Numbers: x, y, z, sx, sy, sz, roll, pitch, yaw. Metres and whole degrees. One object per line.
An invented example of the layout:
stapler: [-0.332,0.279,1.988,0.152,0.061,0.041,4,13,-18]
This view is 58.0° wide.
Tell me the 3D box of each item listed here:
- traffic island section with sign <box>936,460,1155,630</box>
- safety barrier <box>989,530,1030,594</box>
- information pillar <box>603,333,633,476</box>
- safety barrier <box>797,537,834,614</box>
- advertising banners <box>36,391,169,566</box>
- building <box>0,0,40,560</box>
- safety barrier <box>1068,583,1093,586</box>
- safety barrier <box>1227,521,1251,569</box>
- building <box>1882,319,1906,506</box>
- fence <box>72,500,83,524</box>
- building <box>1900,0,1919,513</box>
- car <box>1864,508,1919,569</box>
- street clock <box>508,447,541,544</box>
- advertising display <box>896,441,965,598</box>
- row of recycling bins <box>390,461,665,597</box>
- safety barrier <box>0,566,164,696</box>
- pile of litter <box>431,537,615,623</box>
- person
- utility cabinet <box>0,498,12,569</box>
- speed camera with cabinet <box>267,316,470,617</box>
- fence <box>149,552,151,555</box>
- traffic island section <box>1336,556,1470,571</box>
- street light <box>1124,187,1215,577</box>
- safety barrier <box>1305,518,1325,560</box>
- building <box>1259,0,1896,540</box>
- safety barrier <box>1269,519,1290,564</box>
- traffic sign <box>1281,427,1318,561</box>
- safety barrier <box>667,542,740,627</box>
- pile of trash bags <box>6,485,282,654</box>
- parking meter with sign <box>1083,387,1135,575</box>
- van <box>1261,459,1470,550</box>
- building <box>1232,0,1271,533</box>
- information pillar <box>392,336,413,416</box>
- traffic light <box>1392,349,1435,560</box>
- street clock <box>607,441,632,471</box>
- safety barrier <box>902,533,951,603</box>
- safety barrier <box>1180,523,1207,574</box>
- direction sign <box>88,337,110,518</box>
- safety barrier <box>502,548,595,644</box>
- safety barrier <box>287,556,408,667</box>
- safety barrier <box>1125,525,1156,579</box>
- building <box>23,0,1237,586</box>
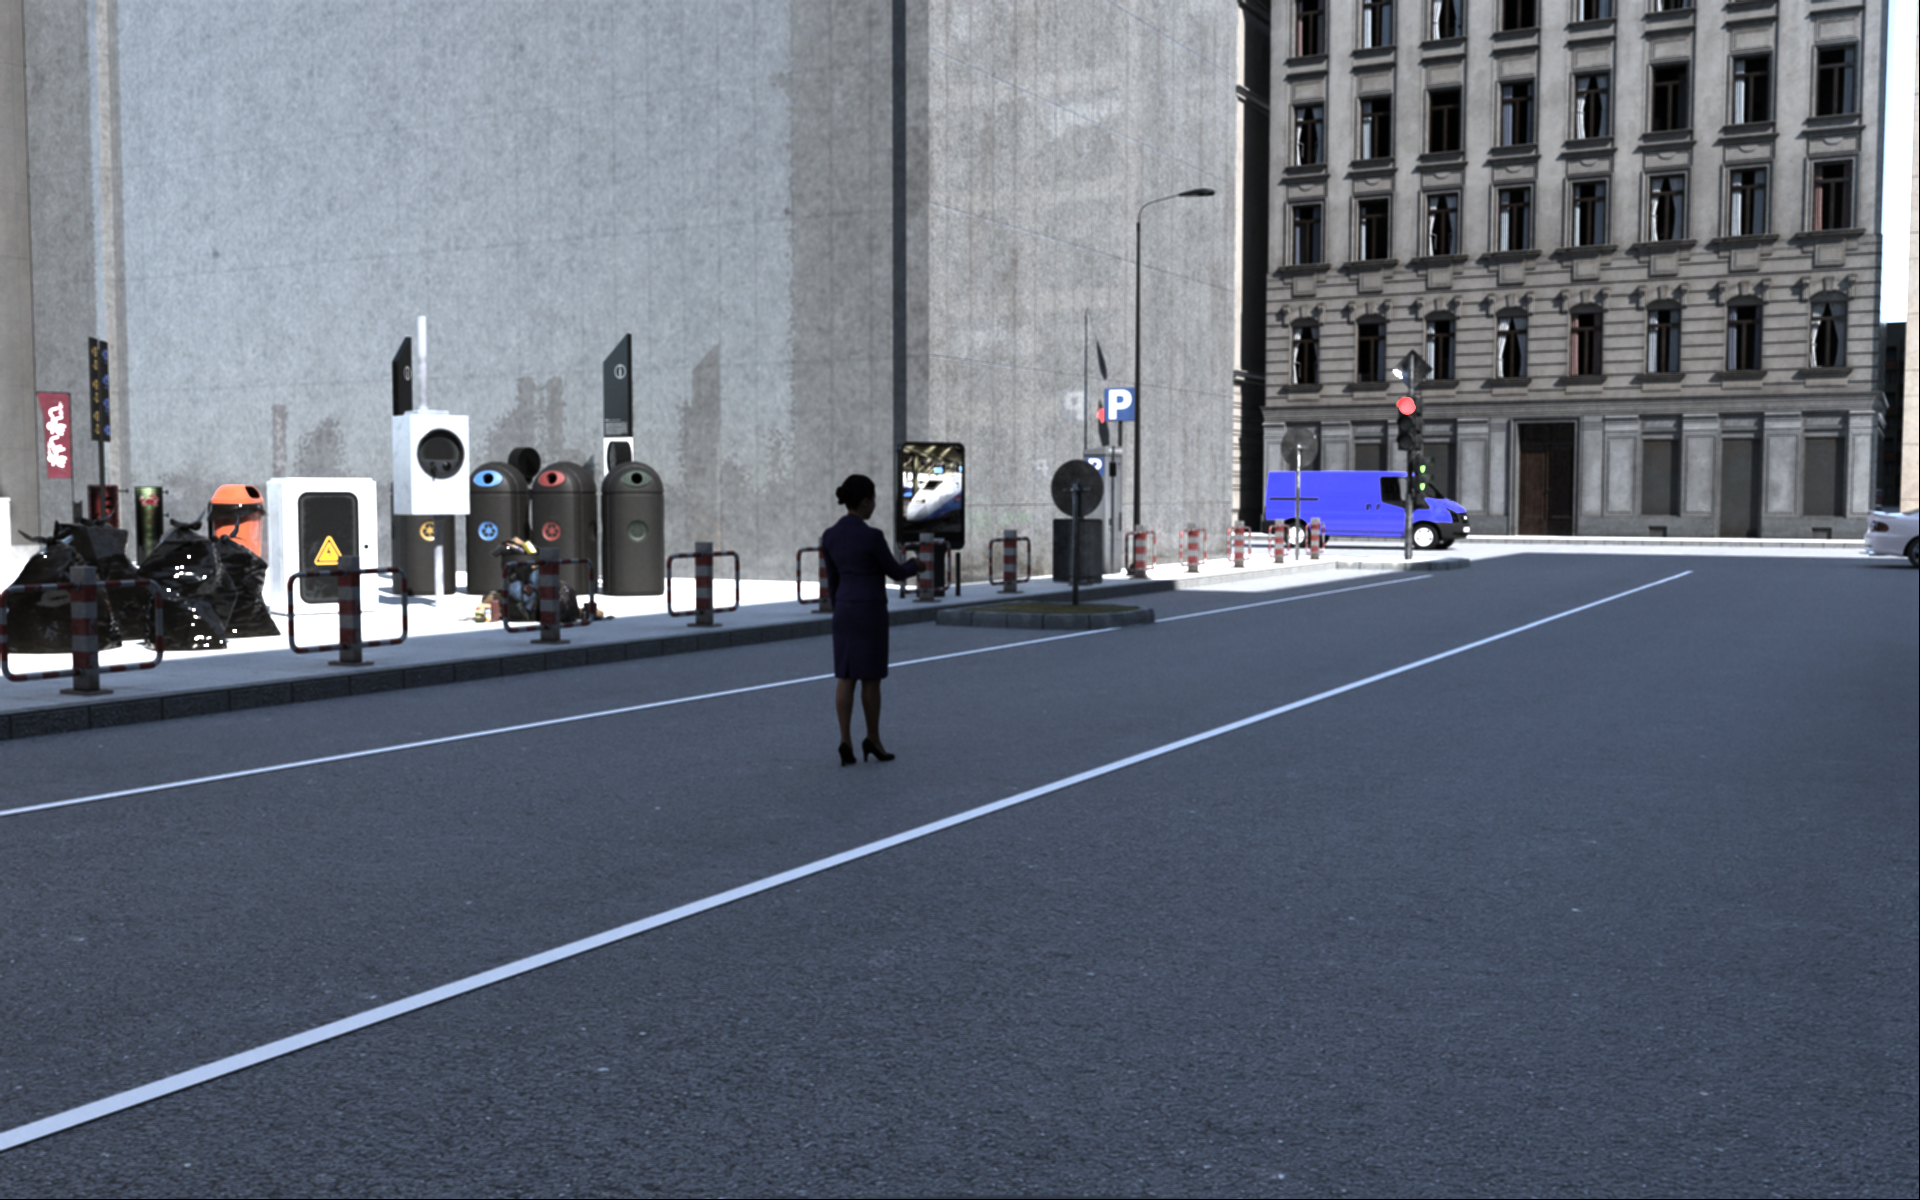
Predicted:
traffic island section with sign: [1.078,-0.653,19.305,1.989,1.847,2.006,2,4,29]
safety barrier: [0.650,-0.497,22.408,0.300,0.817,1.120,2,4,29]
information pillar: [-4.997,-2.082,25.398,0.504,3.616,0.183,2,4,29]
safety barrier: [-1.433,-0.268,18.651,0.300,0.817,1.120,2,4,29]
advertising banners: [-14.959,-2.085,30.285,2.074,3.025,0.090,-3,5,-41]
building: [-28.649,-13.813,44.907,30.058,24.678,14.314,2,4,29]
safety barrier: [1.692,-0.613,24.292,0.300,0.817,1.120,2,4,29]
safety barrier: [4.829,-0.959,29.948,0.300,0.817,1.120,2,4,29]
building: [104.786,-21.726,200.253,28.899,21.520,27.650,2,4,29]
fence: [-11.708,-0.722,23.012,0.480,1.192,2.264,-2,4,-25]
building: [45.265,-14.822,46.850,34.151,26.468,19.350,2,4,29]
car: [20.027,-1.271,33.146,4.827,1.381,2.083,2,4,28]
street clock: [-6.783,-1.373,27.012,0.358,2.002,0.471,2,4,34]
advertising display: [-0.365,-0.999,21.545,0.974,1.923,0.123,-3,4,-36]
row of recycling bins: [-5.520,-0.918,22.124,3.534,1.692,1.069,0,4,3]
safety barrier: [-5.615,0.194,11.111,0.300,0.817,1.120,2,4,29]
pile of litter: [-4.436,-0.226,17.668,1.719,0.858,1.176,1,4,16]
person: [-0.479,0.097,9.288,0.453,1.535,0.546,1,4,17]
utility cabinet: [-16.744,-1.124,29.533,0.306,1.237,1.020,2,4,25]
speed camera with cabinet: [-6.403,-1.496,18.800,2.038,3.252,0.660,-3,5,-40]
fence: [-8.624,-0.196,18.586,0.278,0.683,2.069,-1,4,-22]
traffic island section: [8.737,-0.706,33.831,2.009,0.180,2.903,2,4,29]
street light: [3.229,-3.309,26.643,1.470,5.913,1.316,2,4,29]
safety barrier: [6.911,-1.188,33.706,0.300,0.817,1.120,2,4,29]
building: [19.928,-12.645,55.893,18.267,20.994,9.793,2,4,29]
safety barrier: [5.869,-1.074,31.827,0.300,0.817,1.120,2,4,29]
traffic sign: [6.447,-2.015,33.055,0.768,2.556,0.104,2,4,35]
safety barrier: [-2.477,-0.153,16.770,0.300,0.817,1.120,2,4,29]
pile of trash bags: [-7.040,-0.354,15.539,1.912,1.369,3.447,0,4,-2]
parking meter with sign: [2.260,-1.927,27.760,0.543,3.016,1.738,2,4,27]
van: [10.742,-2.528,45.719,5.245,2.365,2.240,2,4,30]
building: [2.842,-14.037,65.656,21.152,22.565,11.583,2,4,29]
information pillar: [-8.214,-2.095,25.600,0.183,3.616,0.504,0,4,7]
traffic light: [8.767,-2.737,33.678,0.839,4.253,0.868,2,4,29]
street clock: [-4.671,-1.176,23.794,0.358,2.002,0.471,-2,4,-27]
safety barrier: [-0.393,-0.383,20.530,0.300,0.817,1.120,2,4,29]
safety barrier: [3.778,-0.842,28.049,0.300,0.817,1.120,2,4,29]
direction sign: [-12.640,-2.049,25.506,0.379,3.537,0.876,-1,4,-12]
safety barrier: [-3.525,-0.037,14.882,0.300,0.817,1.120,2,4,29]
safety barrier: [-4.577,0.078,12.992,0.300,0.817,1.120,2,4,29]
safety barrier: [2.733,-0.728,26.173,0.300,0.817,1.120,2,4,29]
building: [-6.204,-13.162,33.222,19.932,24.808,12.078,2,4,29]
